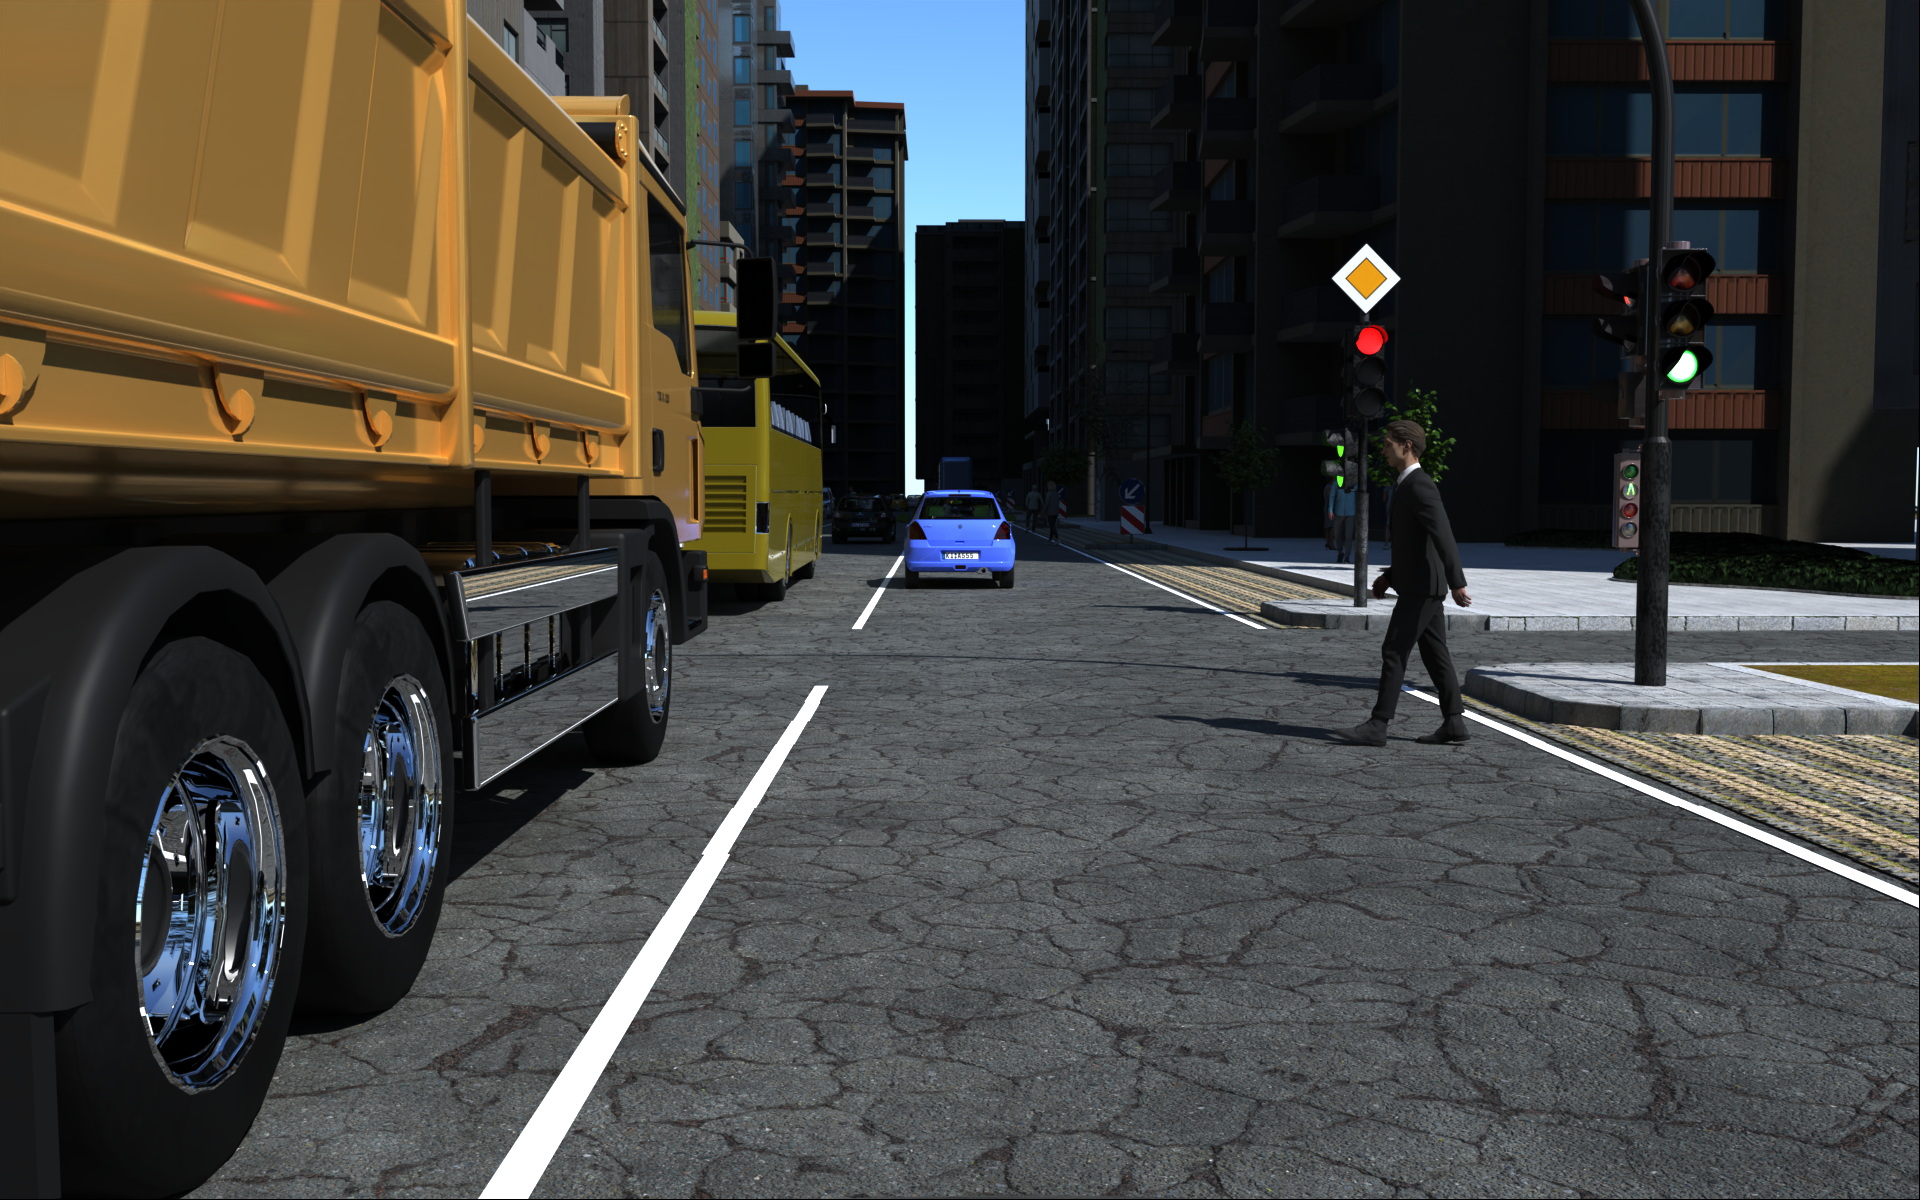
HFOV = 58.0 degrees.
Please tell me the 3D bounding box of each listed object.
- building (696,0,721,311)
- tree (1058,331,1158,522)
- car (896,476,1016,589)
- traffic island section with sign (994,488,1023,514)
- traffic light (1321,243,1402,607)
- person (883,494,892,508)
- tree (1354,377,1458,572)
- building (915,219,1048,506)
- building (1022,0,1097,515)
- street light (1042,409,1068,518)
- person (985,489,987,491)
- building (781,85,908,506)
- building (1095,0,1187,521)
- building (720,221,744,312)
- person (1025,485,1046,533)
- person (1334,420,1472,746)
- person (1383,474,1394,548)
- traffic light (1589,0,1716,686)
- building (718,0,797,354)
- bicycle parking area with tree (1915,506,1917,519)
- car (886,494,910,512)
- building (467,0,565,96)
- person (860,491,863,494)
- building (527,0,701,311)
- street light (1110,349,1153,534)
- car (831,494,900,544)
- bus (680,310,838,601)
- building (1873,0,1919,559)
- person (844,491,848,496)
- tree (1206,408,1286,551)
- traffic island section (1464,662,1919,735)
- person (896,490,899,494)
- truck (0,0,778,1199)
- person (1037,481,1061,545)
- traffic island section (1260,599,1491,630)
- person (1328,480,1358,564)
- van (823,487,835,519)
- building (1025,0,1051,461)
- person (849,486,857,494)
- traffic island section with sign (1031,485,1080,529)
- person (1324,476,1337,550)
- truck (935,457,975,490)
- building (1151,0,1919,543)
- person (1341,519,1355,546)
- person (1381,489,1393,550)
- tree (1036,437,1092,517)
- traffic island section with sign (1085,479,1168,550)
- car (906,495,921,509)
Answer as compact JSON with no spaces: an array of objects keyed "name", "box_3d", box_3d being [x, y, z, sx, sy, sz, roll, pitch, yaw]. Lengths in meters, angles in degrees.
[{"name":"building","box_3d":[-21.935,-27.612,101.567,14.600,45.320,14.200,0,4,-1]},{"name":"tree","box_3d":[6.478,-7.823,78.263,4.360,8.622,3.978,0,3,0]},{"name":"car","box_3d":[-0.050,-1.100,27.579,1.945,1.707,3.694,0,4,-2]},{"name":"traffic island section with sign","box_3d":[3.409,-6.917,121.718,1.989,1.847,2.006,0,4,-1]},{"name":"traffic light","box_3d":[4.526,-1.873,19.542,0.839,4.253,0.868,0,4,-1]},{"name":"person","box_3d":[-5.779,-7.735,138.154,0.628,1.438,0.799,2,4,32]},{"name":"tree","box_3d":[7.523,-2.087,28.728,1.663,3.219,1.824,0,3,0]},{"name":"building","box_3d":[2.159,-25.278,184.999,14.107,30.474,14.160,0,4,-1]},{"name":"building","box_3d":[15.529,-42.407,131.612,20.563,71.187,20.611,0,4,-1]},{"name":"street light","box_3d":[5.179,-7.458,94.477,1.470,5.913,1.316,0,4,-1]},{"name":"person","box_3d":[2.118,-8.243,143.203,1.348,1.831,0.705,0,4,0]},{"name":"building","box_3d":[-20.156,-32.642,188.320,28.867,44.769,22.147,0,4,-1]},{"name":"building","box_3d":[13.755,-24.694,87.334,14.154,41.232,14.086,0,4,-1]},{"name":"building","box_3d":[-28.591,-17.074,124.192,27.650,21.520,28.899,0,4,-1]},{"name":"person","box_3d":[2.801,-3.356,63.854,0.782,1.767,0.515,0,4,4]},{"name":"person","box_3d":[2.533,-0.097,9.865,0.755,1.850,0.659,1,4,16]},{"name":"person","box_3d":[10.381,-2.124,41.121,0.716,1.782,0.532,0,4,4]},{"name":"traffic light","box_3d":[2.526,-2.246,11.392,4.771,5.953,1.251,0,4,-1]},{"name":"building","box_3d":[-30.517,-32.886,157.286,30.456,49.044,23.786,0,4,-1]},{"name":"bicycle parking area with tree","box_3d":[48.960,-6.353,90.879,9.016,4.147,8.231,2,4,29]},{"name":"car","box_3d":[-5.136,-8.085,142.409,2.015,1.641,3.980,0,4,1]},{"name":"building","box_3d":[-28.034,-28.380,53.259,28.713,52.752,27.495,0,4,-1]},{"name":"person","box_3d":[-9.481,-9.775,168.835,0.721,1.766,1.217,0,4,2]},{"name":"building","box_3d":[-20.680,-24.523,84.547,14.154,41.232,14.086,0,4,-1]},{"name":"street light","box_3d":[5.515,-5.086,55.698,1.470,5.913,1.316,0,4,-1]},{"name":"car","box_3d":[-2.815,-2.533,51.206,2.009,1.686,4.222,0,4,1]},{"name":"bus","box_3d":[-3.586,-2.106,25.977,2.896,3.916,12.252,0,4,-1]},{"name":"building","box_3d":[24.079,-20.862,24.685,14.086,41.232,14.154,0,4,-1]},{"name":"person","box_3d":[-10.903,-9.665,167.235,0.721,1.736,1.217,-3,5,-45]},{"name":"tree","box_3d":[6.535,-2.731,39.246,1.663,3.219,1.824,0,3,0]},{"name":"traffic island section","box_3d":[4.657,0.649,11.672,2.009,0.180,2.903,0,4,-1]},{"name":"person","box_3d":[-5.555,-8.992,155.538,0.705,1.821,1.348,-1,4,-18]},{"name":"truck","box_3d":[-2.826,-0.686,7.144,3.469,3.379,9.791,0,4,-1]},{"name":"person","box_3d":[2.533,-2.434,48.482,0.709,1.800,0.728,-3,5,-42]},{"name":"traffic island section","box_3d":[4.566,0.161,19.656,2.009,0.180,2.903,0,4,-1]},{"name":"person","box_3d":[7.146,-1.594,31.972,0.638,1.841,0.748,1,4,21]},{"name":"van","box_3d":[-8.189,-5.696,100.148,2.013,2.044,4.112,0,4,-1]},{"name":"building","box_3d":[19.891,-34.696,156.521,28.713,52.752,27.495,0,4,-1]},{"name":"person","box_3d":[-5.222,-4.596,83.736,0.778,1.811,0.616,-2,4,-24]},{"name":"traffic island section with sign","box_3d":[3.978,-3.900,72.400,1.989,1.847,2.006,0,4,-1]},{"name":"person","box_3d":[8.600,-2.037,39.710,0.532,1.782,0.716,1,4,17]},{"name":"truck","box_3d":[-0.018,-7.993,120.442,2.967,4.110,18.799,0,4,-2]},{"name":"building","box_3d":[18.154,-24.662,57.852,22.147,44.769,28.867,0,4,-1]},{"name":"person","box_3d":[9.581,-2.233,42.728,0.537,1.800,0.526,3,5,44]},{"name":"person","box_3d":[10.000,-1.997,39.691,0.512,1.701,0.522,-1,4,-12]},{"name":"tree","box_3d":[5.911,-7.046,98.919,4.285,4.588,4.351,0,3,0]},{"name":"traffic island section with sign","box_3d":[4.275,-2.221,44.936,1.989,1.847,2.006,0,4,-1]},{"name":"car","box_3d":[-4.204,-9.174,162.360,2.083,1.381,4.827,0,4,1]}]
